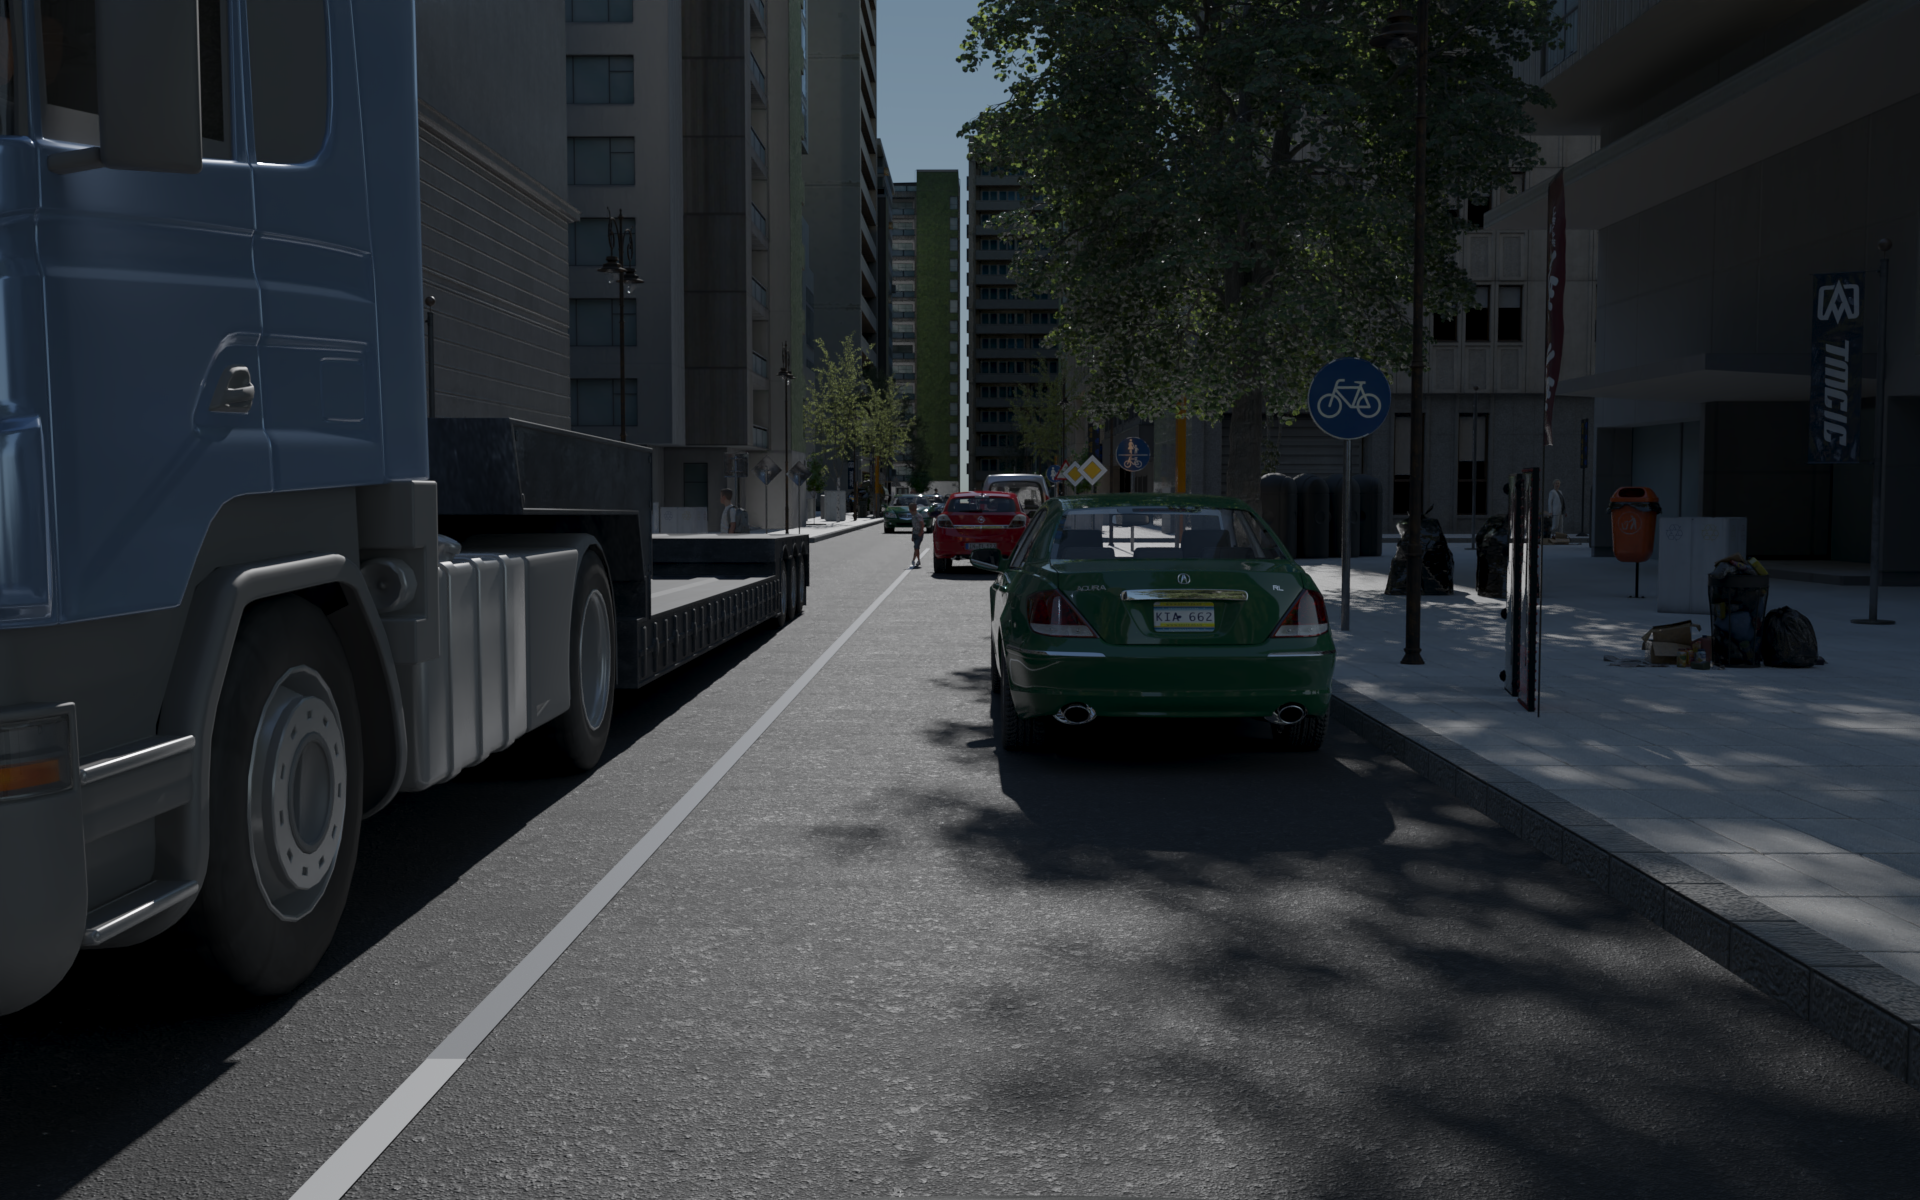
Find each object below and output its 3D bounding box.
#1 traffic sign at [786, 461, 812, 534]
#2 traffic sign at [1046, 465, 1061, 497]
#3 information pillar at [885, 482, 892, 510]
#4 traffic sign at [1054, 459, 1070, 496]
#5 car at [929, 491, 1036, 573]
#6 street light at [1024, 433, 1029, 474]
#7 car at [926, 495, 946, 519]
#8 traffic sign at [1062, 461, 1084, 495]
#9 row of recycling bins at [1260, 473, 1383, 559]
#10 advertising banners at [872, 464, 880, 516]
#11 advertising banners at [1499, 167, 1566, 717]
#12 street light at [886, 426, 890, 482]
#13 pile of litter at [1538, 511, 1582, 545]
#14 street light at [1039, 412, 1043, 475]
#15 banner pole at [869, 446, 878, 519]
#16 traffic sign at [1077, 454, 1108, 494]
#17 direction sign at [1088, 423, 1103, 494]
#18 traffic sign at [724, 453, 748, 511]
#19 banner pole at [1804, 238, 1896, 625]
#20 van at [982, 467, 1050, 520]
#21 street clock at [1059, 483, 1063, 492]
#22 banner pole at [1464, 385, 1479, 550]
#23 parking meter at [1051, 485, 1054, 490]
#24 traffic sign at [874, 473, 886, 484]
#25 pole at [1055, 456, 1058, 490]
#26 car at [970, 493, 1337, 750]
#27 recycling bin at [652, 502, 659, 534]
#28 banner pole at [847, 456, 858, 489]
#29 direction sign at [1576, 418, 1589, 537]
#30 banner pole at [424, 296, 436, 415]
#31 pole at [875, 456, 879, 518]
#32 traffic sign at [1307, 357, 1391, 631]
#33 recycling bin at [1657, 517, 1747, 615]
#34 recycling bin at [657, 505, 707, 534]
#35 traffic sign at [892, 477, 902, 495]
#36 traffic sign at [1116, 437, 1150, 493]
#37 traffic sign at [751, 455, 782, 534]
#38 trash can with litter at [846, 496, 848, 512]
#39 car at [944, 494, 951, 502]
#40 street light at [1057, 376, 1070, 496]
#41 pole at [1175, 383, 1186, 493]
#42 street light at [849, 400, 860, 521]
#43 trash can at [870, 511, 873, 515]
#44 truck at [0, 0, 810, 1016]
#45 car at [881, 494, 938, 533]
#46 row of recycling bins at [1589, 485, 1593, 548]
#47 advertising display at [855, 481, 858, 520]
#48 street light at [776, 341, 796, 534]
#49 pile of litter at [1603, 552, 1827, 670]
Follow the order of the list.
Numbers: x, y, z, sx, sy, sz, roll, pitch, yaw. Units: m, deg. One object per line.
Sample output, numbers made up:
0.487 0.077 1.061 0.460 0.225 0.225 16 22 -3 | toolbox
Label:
-4.838 -2.967 52.145 0.795 2.450 0.064 0 4 1 | traffic sign
4.163 -4.629 75.784 0.768 2.556 0.104 0 4 5 | traffic sign
-4.212 -5.944 101.672 0.304 2.012 0.304 -2 4 -29 | information pillar
3.957 -3.963 64.798 0.884 2.594 0.081 0 4 8 | traffic sign
0.461 -1.458 32.876 2.155 1.783 4.494 0 4 2 | car
4.871 -9.417 126.759 0.468 5.910 1.993 0 4 1 | street light
-1.519 -4.783 90.202 2.014 1.417 4.499 0 4 2 | car
3.455 -2.959 52.029 0.795 2.450 0.064 0 4 1 | traffic sign
7.289 -1.702 34.945 3.534 1.692 1.069 -3 4 -39 | row of recycling bins
-4.973 -6.455 101.729 0.090 3.025 2.074 1 4 12 | advertising banners
3.417 -0.867 10.364 0.090 3.025 2.074 1 4 11 | advertising banners
-4.576 -8.477 111.379 0.468 5.910 1.993 0 4 1 | street light
14.932 -1.831 43.903 1.719 0.858 1.176 1 4 12 | pile of litter
4.497 -7.612 97.249 0.468 5.910 1.993 0 4 1 | street light
-4.537 -6.076 89.357 0.401 3.779 0.863 1 4 17 | banner pole
3.362 -2.471 44.044 0.795 2.450 0.064 0 4 1 | traffic sign
4.278 -3.874 55.330 0.379 3.537 0.876 -1 4 -18 | direction sign
-5.517 -2.479 42.662 0.606 2.300 0.079 0 4 5 | traffic sign
8.854 -1.661 17.177 0.863 3.779 0.401 2 4 33 | banner pole
1.182 -1.874 37.656 2.013 2.044 4.112 0 4 1 | van
6.423 -6.405 109.291 0.358 2.002 0.471 -2 4 -25 | street clock
11.899 -3.064 40.106 0.401 3.779 0.863 1 4 12 | banner pole
5.897 -6.288 108.524 0.399 1.863 0.255 -3 5 -42 | parking meter
-4.795 -6.292 102.975 0.768 2.556 0.104 0 4 5 | traffic sign
5.081 -5.962 91.320 0.158 3.312 0.155 0 3 0 | pole
1.131 0.042 11.116 2.131 1.459 4.920 0 4 0 | car
-9.477 -2.415 52.045 0.722 1.027 0.722 0 4 2 | recycling bin
-6.942 -7.535 113.206 0.863 3.779 0.401 0 4 7 | banner pole
18.840 -3.690 52.325 0.379 3.537 0.876 1 4 8 | direction sign
-6.825 -1.946 21.828 0.401 3.779 0.863 2 4 31 | banner pole
-4.421 -6.032 92.471 0.158 3.312 0.155 0 3 0 | pole
3.621 -0.984 16.199 0.768 2.556 0.104 0 4 4 | traffic sign
8.034 -0.379 18.751 0.722 1.027 0.722 3 5 40 | recycling bin
-5.305 -1.269 33.300 0.722 1.027 0.722 1 4 10 | recycling bin
-4.680 -7.727 126.342 0.884 2.594 0.081 0 4 5 | traffic sign
3.852 -2.357 38.642 0.768 2.556 0.104 0 4 2 | traffic sign
-4.931 -2.478 44.161 0.795 2.450 0.064 0 4 1 | traffic sign
-8.011 -6.365 115.452 1.055 1.170 0.624 2 4 33 | trash can with litter
-0.923 -10.384 181.775 2.014 1.417 4.499 0 3 0 | car
4.070 -5.821 67.959 0.468 5.910 1.993 0 4 1 | street light
3.998 -2.297 31.391 0.158 3.312 0.155 0 3 0 | pole
-4.999 -6.685 82.089 0.468 5.910 1.993 0 4 1 | street light
-5.676 -5.929 108.590 0.748 1.137 0.748 0 3 0 | trash can
-3.071 -1.355 11.910 2.967 4.110 18.799 0 3 0 | truck
-1.883 -3.279 65.418 2.131 1.459 4.920 0 4 1 | car
15.343 -1.999 39.802 1.069 1.692 3.534 0 4 2 | row of recycling bins
-5.125 -4.913 85.546 0.123 1.923 0.974 0 4 1 | advertising display
-5.241 -4.864 52.321 0.468 5.910 1.993 0 4 1 | street light
5.720 0.052 13.117 1.719 0.858 1.176 1 4 10 | pile of litter
